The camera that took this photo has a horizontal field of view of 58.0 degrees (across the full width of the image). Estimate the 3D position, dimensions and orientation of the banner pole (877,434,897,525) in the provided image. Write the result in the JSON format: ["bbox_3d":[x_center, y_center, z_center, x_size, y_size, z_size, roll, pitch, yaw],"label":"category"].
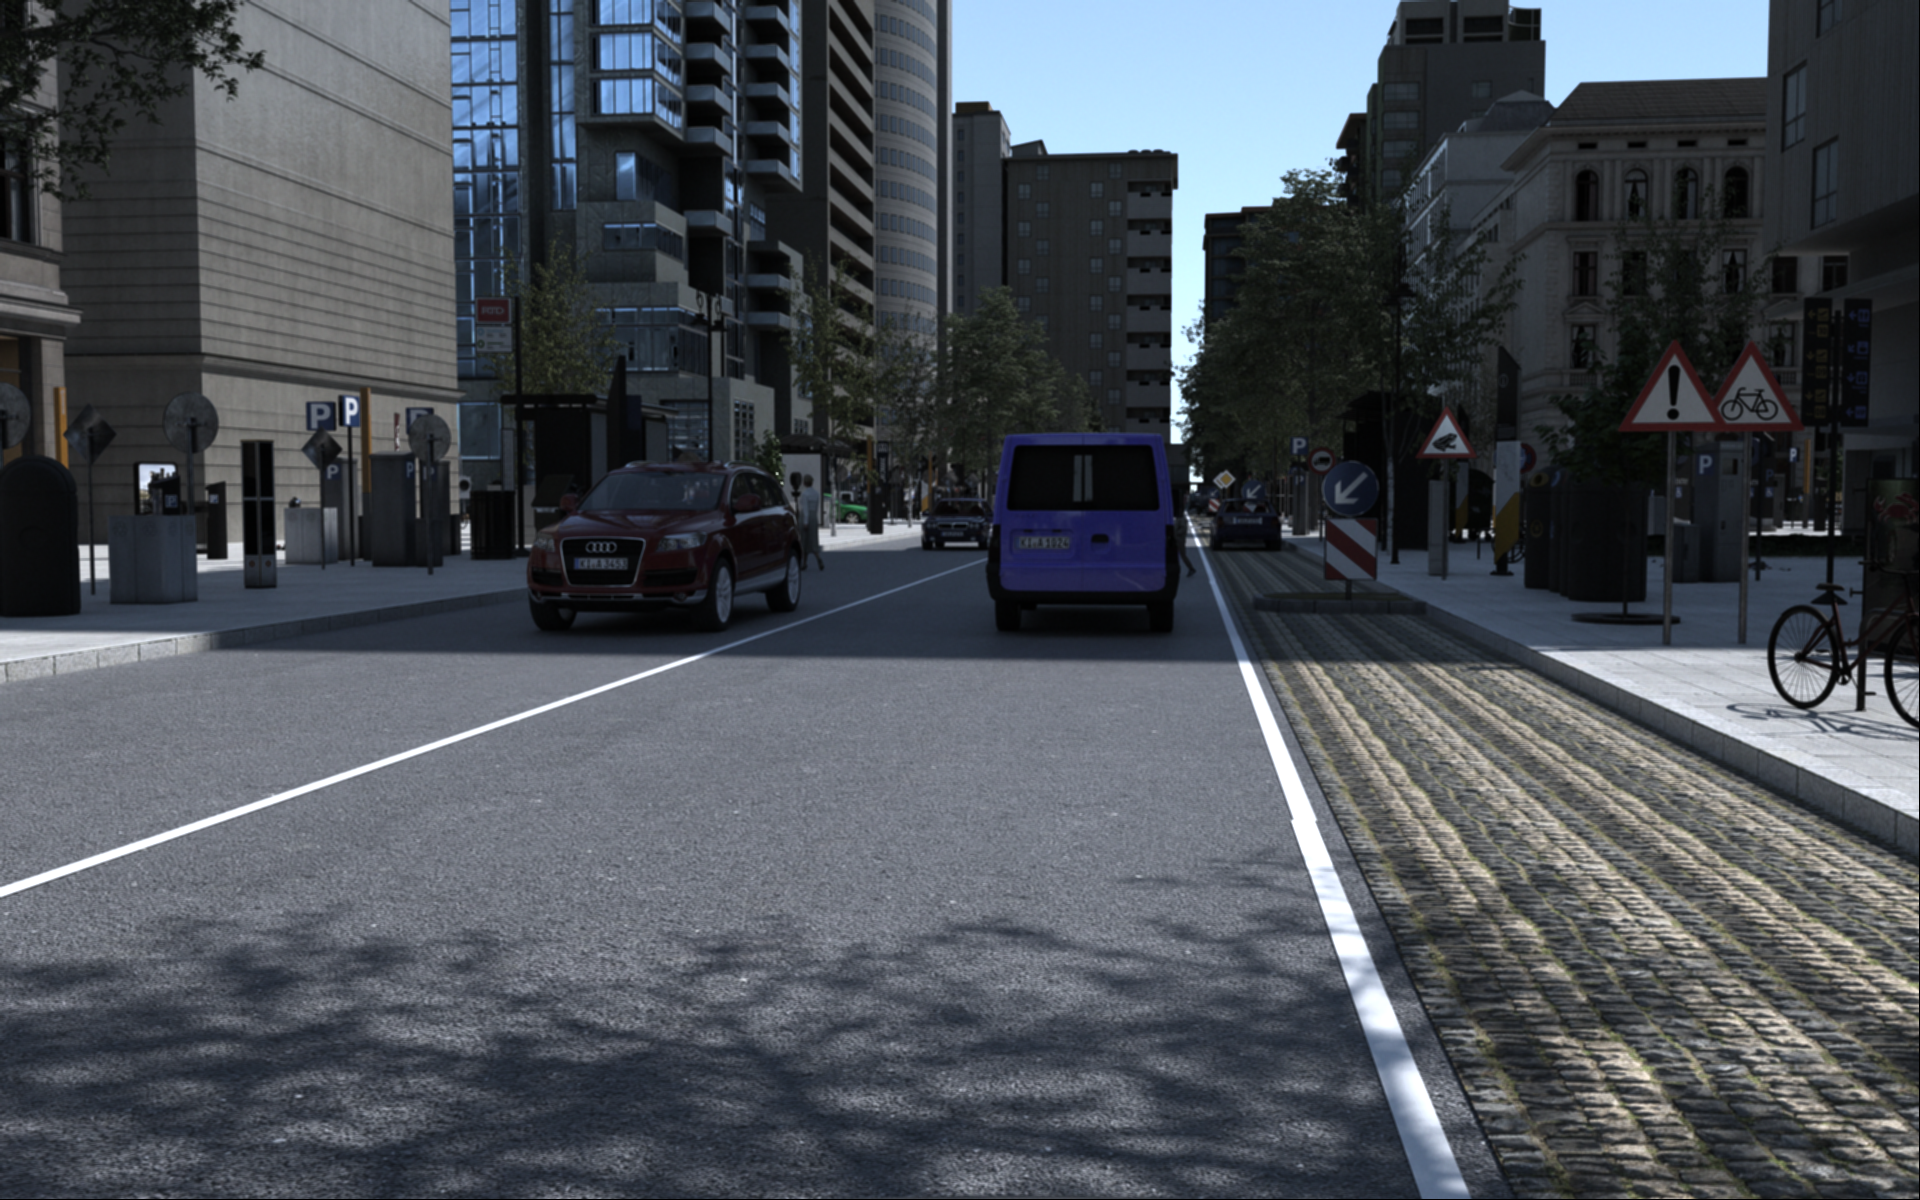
[{"bbox_3d":[-3.036,-4.990,71.598,0.863,3.779,0.401,0,4,-8],"label":"banner pole"}]

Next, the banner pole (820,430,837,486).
[{"bbox_3d":[-5.164,-4.747,67.631,0.863,3.779,0.401,-2,4,-26],"label":"banner pole"}]

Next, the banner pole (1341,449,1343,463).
[{"bbox_3d":[18.910,-5.811,85.028,0.401,3.779,0.863,3,5,45],"label":"banner pole"}]

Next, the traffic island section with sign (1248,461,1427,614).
[{"bbox_3d":[4.666,-0.789,21.525,1.989,1.847,2.006,0,4,7],"label":"traffic island section with sign"}]

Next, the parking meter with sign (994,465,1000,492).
[{"bbox_3d":[2.311,-6.610,104.331,0.543,3.016,1.738,0,4,3],"label":"parking meter with sign"}]

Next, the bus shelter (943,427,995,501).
[{"bbox_3d":[0.383,-7.832,105.690,2.179,5.291,8.768,0,4,7],"label":"bus shelter"}]

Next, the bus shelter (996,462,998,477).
[{"bbox_3d":[2.366,-8.429,115.441,2.179,5.291,8.768,0,4,7],"label":"bus shelter"}]

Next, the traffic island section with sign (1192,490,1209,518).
[{"bbox_3d":[14.987,-5.775,103.043,1.989,1.847,2.006,0,4,7],"label":"traffic island section with sign"}]

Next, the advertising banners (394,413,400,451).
[{"bbox_3d":[-12.080,-2.483,36.786,0.090,3.025,2.074,0,4,-7],"label":"advertising banners"}]

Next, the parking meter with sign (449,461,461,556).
[{"bbox_3d":[-10.828,-2.418,35.800,0.543,3.016,1.738,0,4,4],"label":"parking meter with sign"}]

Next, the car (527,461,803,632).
[{"bbox_3d":[-3.218,-0.680,19.789,2.281,1.827,5.304,0,4,8],"label":"car"}]

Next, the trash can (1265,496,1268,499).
[{"bbox_3d":[23.512,-7.466,133.722,0.748,1.137,0.748,0,3,0],"label":"trash can"}]

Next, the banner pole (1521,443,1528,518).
[{"bbox_3d":[27.646,-5.811,85.034,0.401,3.779,0.863,-1,4,-20],"label":"banner pole"}]

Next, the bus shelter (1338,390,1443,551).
[{"bbox_3d":[10.420,-3.106,42.061,1.731,3.624,6.357,0,4,7],"label":"bus shelter"}]

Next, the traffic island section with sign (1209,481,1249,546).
[{"bbox_3d":[8.070,-2.434,48.423,1.989,1.847,2.006,0,4,7],"label":"traffic island section with sign"}]

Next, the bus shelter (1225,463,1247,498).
[{"bbox_3d":[21.152,-8.633,132.431,1.731,3.624,6.357,0,4,7],"label":"bus shelter"}]

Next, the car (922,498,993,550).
[{"bbox_3d":[0.022,-2.020,45.601,1.945,1.354,3.894,0,4,6],"label":"car"}]

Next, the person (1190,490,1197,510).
[{"bbox_3d":[20.441,-8.772,151.946,0.660,1.820,0.620,0,3,0],"label":"person"}]

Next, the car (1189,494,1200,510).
[{"bbox_3d":[21.527,-8.987,156.725,2.009,1.686,4.222,0,4,7],"label":"car"}]

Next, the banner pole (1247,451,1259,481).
[{"bbox_3d":[16.951,-6.766,100.648,0.863,3.779,0.401,0,4,5],"label":"banner pole"}]

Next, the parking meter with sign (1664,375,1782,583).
[{"bbox_3d":[11.074,-1.772,25.240,1.738,3.016,0.543,-2,4,-25],"label":"parking meter with sign"}]

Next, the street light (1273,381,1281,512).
[{"bbox_3d":[12.708,-5.930,69.746,0.468,5.910,1.993,0,4,7],"label":"street light"}]

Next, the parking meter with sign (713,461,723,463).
[{"bbox_3d":[-12.912,-5.692,89.318,0.543,3.016,1.738,2,4,25],"label":"parking meter with sign"}]

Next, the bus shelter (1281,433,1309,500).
[{"bbox_3d":[21.012,-7.932,107.313,2.179,5.291,8.768,0,4,7],"label":"bus shelter"}]

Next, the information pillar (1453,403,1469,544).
[{"bbox_3d":[13.043,-3.280,44.985,0.504,3.616,0.183,-3,5,-44],"label":"information pillar"}]

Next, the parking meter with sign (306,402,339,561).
[{"bbox_3d":[-11.991,-2.284,33.606,0.543,3.016,1.738,0,4,5],"label":"parking meter with sign"}]

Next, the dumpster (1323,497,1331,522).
[{"bbox_3d":[17.150,-4.647,78.468,1.502,2.255,1.985,0,4,7],"label":"dumpster"}]

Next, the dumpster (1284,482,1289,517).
[{"bbox_3d":[15.096,-4.473,78.892,1.264,1.857,1.865,0,4,7],"label":"dumpster"}]

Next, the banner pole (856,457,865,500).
[{"bbox_3d":[-6.630,-7.647,115.047,0.863,3.779,0.401,-3,4,-37],"label":"banner pole"}]

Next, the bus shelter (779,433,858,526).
[{"bbox_3d":[-5.049,-4.075,60.546,2.014,3.302,5.546,0,4,7],"label":"bus shelter"}]

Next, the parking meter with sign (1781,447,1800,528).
[{"bbox_3d":[30.434,-4.198,64.903,1.738,3.016,0.543,0,4,-3],"label":"parking meter with sign"}]

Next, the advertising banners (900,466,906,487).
[{"bbox_3d":[-4.266,-6.955,109.905,2.074,3.025,0.090,2,4,26],"label":"advertising banners"}]

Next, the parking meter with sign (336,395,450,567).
[{"bbox_3d":[-10.020,-2.101,30.610,1.738,3.016,0.543,1,4,12],"label":"parking meter with sign"}]

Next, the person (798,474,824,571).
[{"bbox_3d":[-2.773,-1.443,32.314,0.478,1.798,0.641,-3,4,-39],"label":"person"}]

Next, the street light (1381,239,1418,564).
[{"bbox_3d":[7.998,-3.601,31.666,0.468,5.910,1.993,0,4,7],"label":"street light"}]

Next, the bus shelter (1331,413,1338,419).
[{"bbox_3d":[11.622,-3.529,48.990,1.731,3.624,6.357,0,4,7],"label":"bus shelter"}]

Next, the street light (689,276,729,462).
[{"bbox_3d":[-5.312,-3.917,36.836,0.468,5.910,1.993,0,4,7],"label":"street light"}]

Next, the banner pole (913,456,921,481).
[{"bbox_3d":[-2.855,-7.582,113.980,0.863,3.779,0.401,-2,4,-27],"label":"banner pole"}]

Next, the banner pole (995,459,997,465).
[{"bbox_3d":[2.432,-7.293,109.262,0.863,3.779,0.401,-2,4,-29],"label":"banner pole"}]

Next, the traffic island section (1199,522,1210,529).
[{"bbox_3d":[11.877,-3.447,78.640,2.009,0.180,2.903,0,4,7],"label":"traffic island section"}]

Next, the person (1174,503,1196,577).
[{"bbox_3d":[3.796,-1.047,29.894,0.640,1.303,0.475,-1,4,-21],"label":"person"}]

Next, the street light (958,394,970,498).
[{"bbox_3d":[0.173,-6.572,80.233,0.468,5.910,1.993,0,4,7],"label":"street light"}]

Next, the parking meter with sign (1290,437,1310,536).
[{"bbox_3d":[10.576,-3.510,53.644,0.543,3.016,1.738,1,4,17],"label":"parking meter with sign"}]

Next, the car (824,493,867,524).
[{"bbox_3d":[-5.919,-4.111,76.014,4.718,1.807,1.959,0,4,8],"label":"car"}]

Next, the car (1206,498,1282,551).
[{"bbox_3d":[7.350,-1.967,44.738,1.945,1.354,3.894,0,4,7],"label":"car"}]

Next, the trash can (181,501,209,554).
[{"bbox_3d":[-16.370,-1.561,37.180,0.748,1.137,0.748,0,3,0],"label":"trash can"}]

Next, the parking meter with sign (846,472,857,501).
[{"bbox_3d":[-8.283,-8.373,133.161,0.543,3.016,1.738,-2,4,-28],"label":"parking meter with sign"}]

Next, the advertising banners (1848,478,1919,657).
[{"bbox_3d":[8.001,-1.044,13.258,2.074,3.025,0.090,3,4,37],"label":"advertising banners"}]

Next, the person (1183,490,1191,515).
[{"bbox_3d":[15.360,-6.599,117.224,0.563,1.720,0.643,-1,4,-23],"label":"person"}]

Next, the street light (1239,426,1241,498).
[{"bbox_3d":[18.298,-8.593,113.283,0.468,5.910,1.993,0,4,7],"label":"street light"}]

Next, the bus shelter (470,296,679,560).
[{"bbox_3d":[-8.439,-3.679,37.790,2.179,5.291,8.768,0,4,7],"label":"bus shelter"}]
